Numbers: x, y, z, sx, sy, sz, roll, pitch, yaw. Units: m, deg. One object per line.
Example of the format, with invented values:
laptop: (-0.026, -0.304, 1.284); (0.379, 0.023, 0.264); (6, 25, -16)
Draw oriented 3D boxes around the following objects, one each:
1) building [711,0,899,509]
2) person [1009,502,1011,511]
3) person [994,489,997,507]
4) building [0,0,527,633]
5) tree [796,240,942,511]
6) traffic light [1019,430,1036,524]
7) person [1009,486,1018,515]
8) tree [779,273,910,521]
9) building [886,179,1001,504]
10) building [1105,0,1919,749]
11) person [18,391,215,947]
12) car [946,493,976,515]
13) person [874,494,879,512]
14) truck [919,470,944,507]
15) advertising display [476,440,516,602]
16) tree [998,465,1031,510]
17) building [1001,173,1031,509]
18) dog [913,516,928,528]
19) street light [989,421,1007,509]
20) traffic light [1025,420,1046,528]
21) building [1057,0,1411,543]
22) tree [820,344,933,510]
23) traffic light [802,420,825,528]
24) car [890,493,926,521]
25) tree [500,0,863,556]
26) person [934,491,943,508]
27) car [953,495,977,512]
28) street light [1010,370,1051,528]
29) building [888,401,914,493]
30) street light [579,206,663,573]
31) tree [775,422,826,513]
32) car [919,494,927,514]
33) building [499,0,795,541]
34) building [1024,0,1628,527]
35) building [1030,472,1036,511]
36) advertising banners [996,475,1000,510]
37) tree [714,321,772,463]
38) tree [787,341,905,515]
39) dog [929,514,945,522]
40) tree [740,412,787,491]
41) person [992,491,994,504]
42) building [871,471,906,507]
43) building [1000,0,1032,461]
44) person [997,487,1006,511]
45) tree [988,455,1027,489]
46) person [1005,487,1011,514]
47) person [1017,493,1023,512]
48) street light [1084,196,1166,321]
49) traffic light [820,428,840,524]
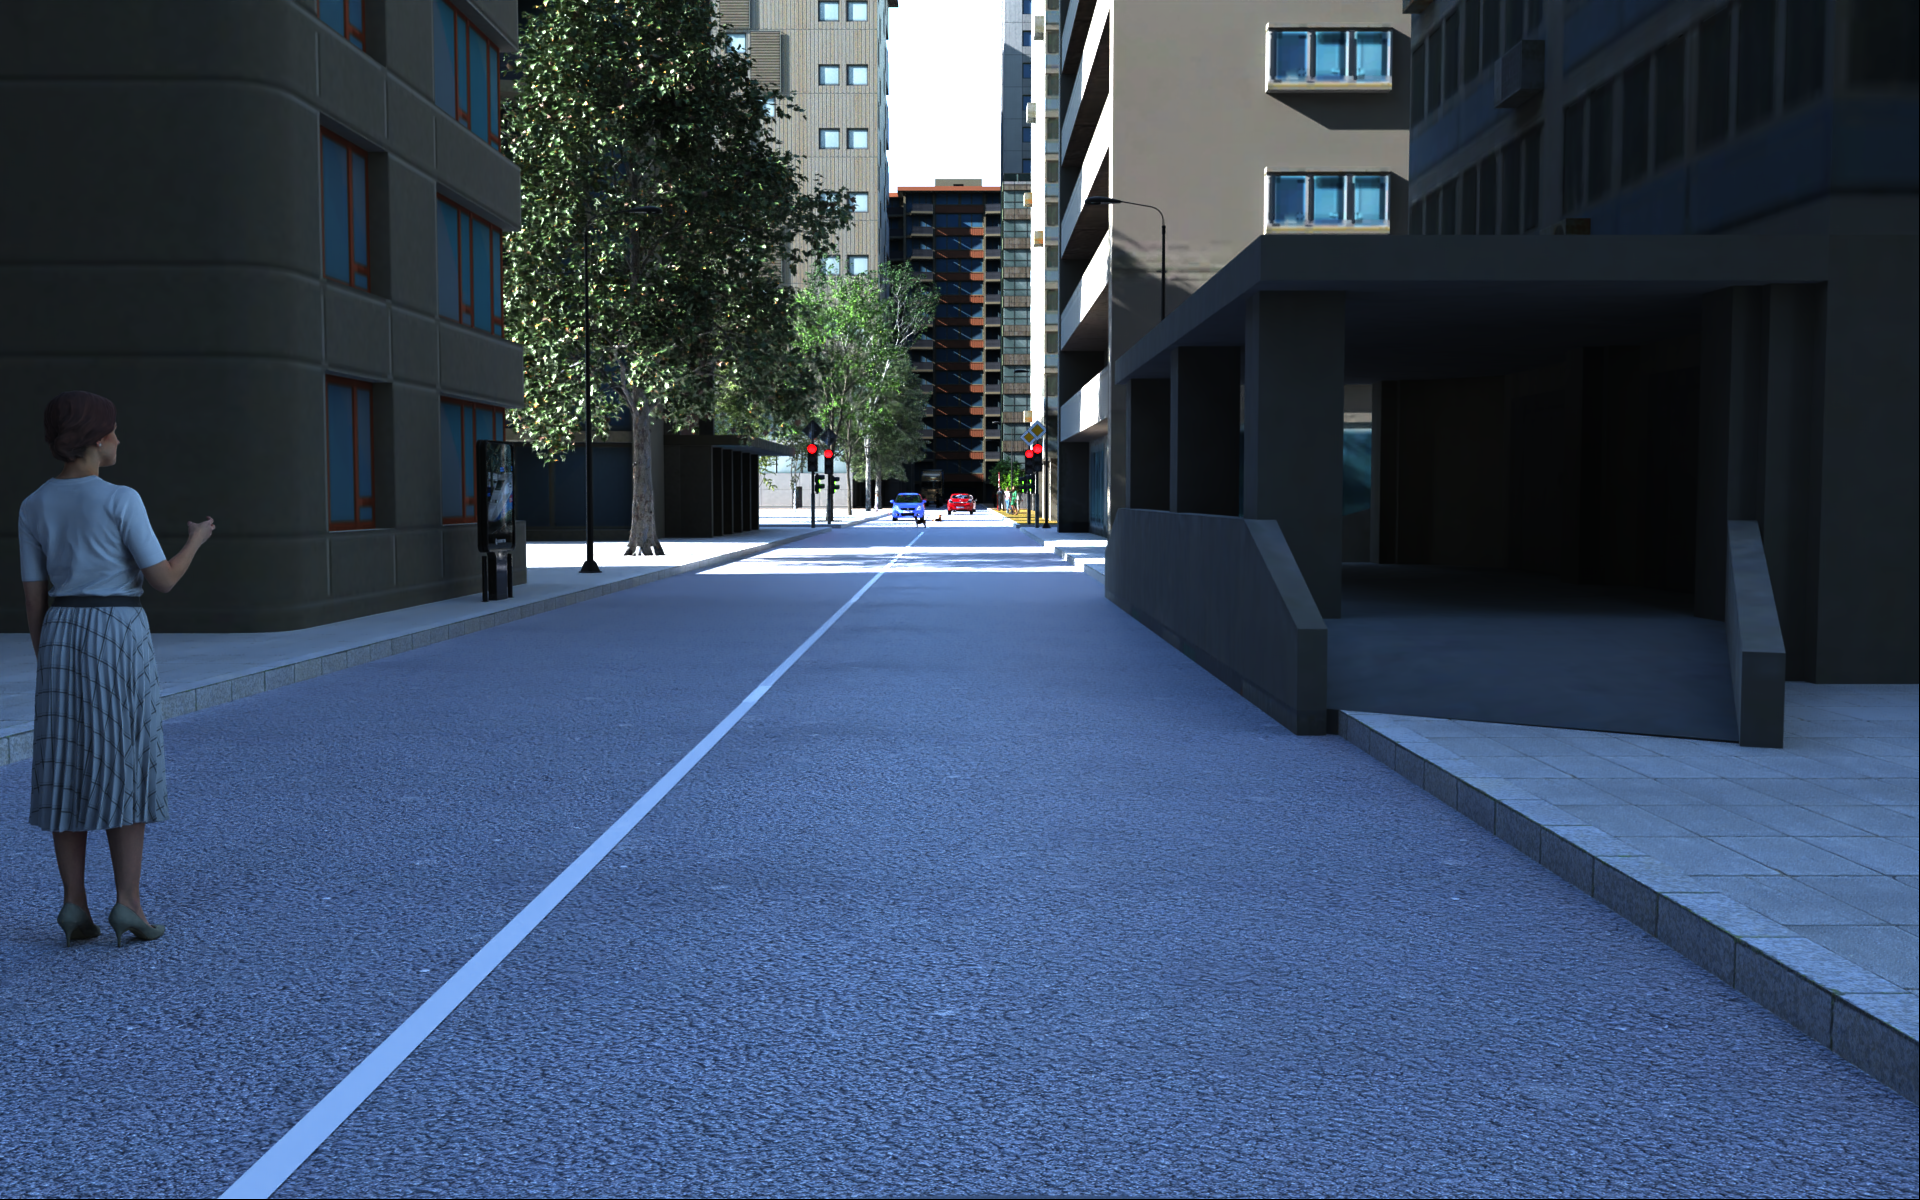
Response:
building: (-20.472, -35.057, 162.422); (28.713, 52.752, 27.495); (0, 3, 0)
person: (3.827, -7.527, 129.537); (0.534, 1.772, 0.576); (0, 4, 4)
person: (3.528, -10.171, 172.471); (0.705, 1.807, 1.348); (-1, 4, -11)
building: (-20.072, -10.080, 9.841); (27.650, 21.520, 28.899); (0, 3, 0)
tree: (-8.084, -16.754, 129.813); (12.611, 20.169, 13.585); (0, 3, 0)
traffic light: (2.916, -5.178, 73.587); (0.839, 4.253, 0.868); (0, 3, 0)
person: (3.344, -6.092, 105.899); (0.529, 1.795, 0.600); (-2, 4, -32)
tree: (-6.015, -9.508, 81.213); (9.928, 11.665, 9.643); (0, 3, 0)
building: (-0.898, -35.996, 243.160); (28.867, 44.769, 22.147); (0, 3, 0)
building: (18.115, -19.820, 15.942); (32.217, 40.220, 23.993); (0, 3, 0)
person: (-2.714, 0.214, 5.579); (0.480, 1.755, 0.524); (0, 4, 4)
car: (0.041, -6.926, 122.278); (2.155, 1.783, 4.494); (0, 4, 1)
person: (-6.021, -6.994, 124.669); (0.394, 1.301, 0.425); (-1, 4, -14)
truck: (-3.171, -12.945, 200.560); (2.839, 4.237, 11.283); (0, 4, 1)
advertising display: (-5.617, -0.966, 21.000); (0.123, 1.923, 0.974); (0, 4, 5)
tree: (3.852, -7.373, 115.147); (1.663, 3.219, 1.824); (0, 3, 0)
building: (10.744, -23.650, 158.373); (14.160, 30.474, 14.107); (0, 3, 0)
dog: (-1.670, -3.325, 73.650); (0.540, 0.507, 0.406); (-3, 5, -41)
street light: (2.783, -8.463, 110.914); (1.470, 5.913, 1.316); (0, 3, 0)
traffic light: (2.906, -4.690, 65.602); (0.839, 4.253, 0.868); (0, 3, 0)
building: (13.917, -25.855, 46.433); (21.300, 48.544, 21.600); (0, 3, 0)
tree: (-6.811, -14.492, 143.604); (9.857, 13.997, 8.962); (0, 3, 0)
traffic light: (-5.556, -4.690, 65.598); (0.839, 4.253, 0.868); (0, 3, 0)
car: (-2.767, -5.107, 93.097); (1.945, 1.707, 3.694); (0, 4, -1)
tree: (-6.699, -7.286, 36.132); (9.611, 12.733, 9.660); (0, 3, 0)
person: (-2.285, -10.494, 180.212); (0.705, 1.807, 1.348); (3, 5, 44)
car: (0.324, -7.645, 137.364); (2.083, 1.381, 4.827); (0, 3, 0)
street light: (2.702, -5.639, 64.736); (1.470, 5.913, 1.316); (0, 3, 0)
building: (-21.476, -55.019, 212.234); (31.000, 86.520, 22.319); (0, 3, 0)
street light: (-5.497, -3.398, 28.095); (1.470, 5.913, 1.316); (0, 3, 0)
tree: (-10.902, -10.158, 116.441); (4.360, 8.622, 3.978); (0, 3, 0)
car: (-3.334, -6.730, 119.081); (2.155, 1.783, 4.494); (0, 4, 0)
building: (-20.624, -24.362, 52.937); (28.867, 44.769, 22.147); (0, 3, 0)
building: (15.553, -24.217, 87.832); (23.993, 40.220, 32.217); (0, 3, 0)
building: (15.760, -42.278, 129.493); (20.563, 71.187, 20.611); (0, 3, 0)
advertising banners: (2.982, -8.533, 135.702); (0.090, 3.025, 2.074); (0, 4, -3)
tree: (-13.225, -10.599, 91.419); (7.486, 12.596, 7.792); (0, 3, 0)
tree: (-6.936, -10.357, 103.741); (7.601, 10.594, 8.767); (-2, 4, -25)
dog: (-1.207, -4.254, 89.744); (0.748, 0.427, 0.550); (2, 4, 23)
tree: (-16.351, -11.627, 140.461); (4.737, 8.622, 4.395); (0, 3, 0)
person: (4.491, -13.609, 230.937); (0.705, 1.831, 1.348); (-2, 4, -25)
building: (-16.205, -45.732, 185.970); (20.563, 71.187, 20.611); (0, 3, 0)
building: (14.693, -38.987, 179.435); (21.231, 58.520, 28.212); (0, 3, 0)
person: (3.174, -7.707, 131.860); (0.655, 1.846, 0.447); (-1, 4, -18)
tree: (4.062, -9.874, 145.148); (4.285, 4.588, 4.351); (0, 3, 0)
person: (3.149, -6.540, 113.568); (0.593, 1.750, 0.643); (3, 5, 43)
person: (4.224, -7.313, 125.881); (0.678, 1.792, 0.850); (-1, 4, -15)
street light: (2.641, -3.343, 27.203); (1.470, 5.913, 1.316); (0, 3, 0)
traffic light: (-5.545, -5.178, 73.583); (0.839, 4.253, 0.868); (0, 3, 0)
